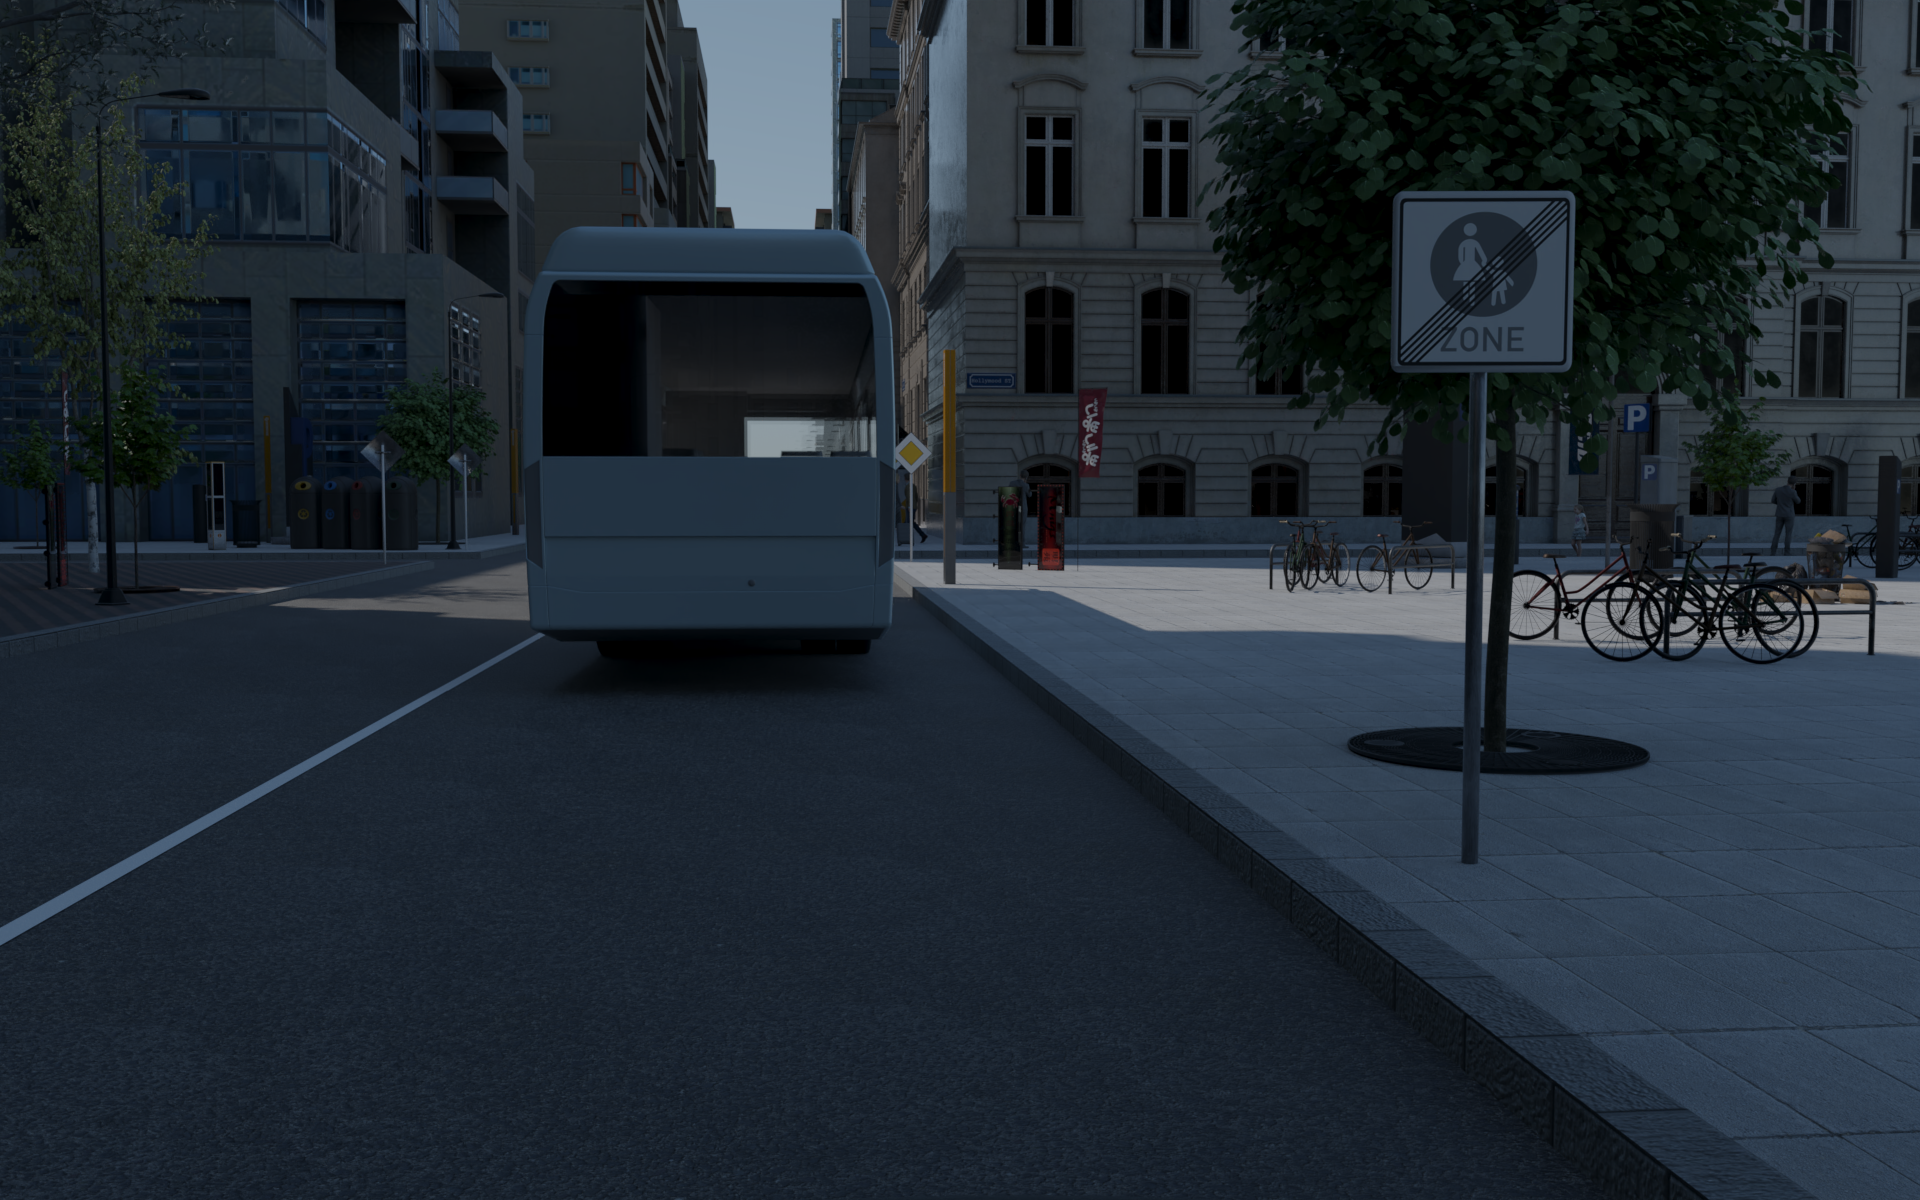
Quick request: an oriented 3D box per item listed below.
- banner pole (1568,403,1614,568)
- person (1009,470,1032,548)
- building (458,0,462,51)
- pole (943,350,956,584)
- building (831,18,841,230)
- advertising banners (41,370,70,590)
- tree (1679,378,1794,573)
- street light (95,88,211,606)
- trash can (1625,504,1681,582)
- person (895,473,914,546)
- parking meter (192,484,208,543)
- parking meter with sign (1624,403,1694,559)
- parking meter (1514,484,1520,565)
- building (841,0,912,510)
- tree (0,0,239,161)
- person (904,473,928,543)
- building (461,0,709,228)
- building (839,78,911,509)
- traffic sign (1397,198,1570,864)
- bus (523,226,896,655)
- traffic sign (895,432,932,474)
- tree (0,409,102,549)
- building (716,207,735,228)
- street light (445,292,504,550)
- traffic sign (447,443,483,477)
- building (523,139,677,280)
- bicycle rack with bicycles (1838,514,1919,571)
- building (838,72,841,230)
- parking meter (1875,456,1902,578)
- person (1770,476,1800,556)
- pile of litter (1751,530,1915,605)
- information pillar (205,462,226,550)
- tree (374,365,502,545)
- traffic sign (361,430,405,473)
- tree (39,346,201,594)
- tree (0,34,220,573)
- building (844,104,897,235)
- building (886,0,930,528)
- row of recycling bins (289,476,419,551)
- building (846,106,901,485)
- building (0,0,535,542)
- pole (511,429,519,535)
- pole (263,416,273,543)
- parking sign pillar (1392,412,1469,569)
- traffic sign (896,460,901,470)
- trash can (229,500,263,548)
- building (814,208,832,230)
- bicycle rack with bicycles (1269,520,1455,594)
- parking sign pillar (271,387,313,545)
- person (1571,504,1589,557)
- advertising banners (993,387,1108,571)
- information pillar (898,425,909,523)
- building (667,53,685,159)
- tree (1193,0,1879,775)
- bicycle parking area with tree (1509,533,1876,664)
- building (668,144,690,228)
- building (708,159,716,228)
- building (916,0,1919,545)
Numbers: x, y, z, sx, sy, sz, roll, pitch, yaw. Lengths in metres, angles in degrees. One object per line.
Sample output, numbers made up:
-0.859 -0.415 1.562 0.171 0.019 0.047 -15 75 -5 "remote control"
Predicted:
10.192 -2.312 27.813 0.863 3.779 0.401 2 4 26 "banner pole"
1.376 -2.147 40.945 0.655 1.846 0.447 1 4 16 "person"
-32.333 -30.577 123.633 21.300 48.544 21.600 0 4 -6 "building"
-0.149 -1.880 24.582 0.158 3.312 0.155 0 3 0 "pole"
-7.968 -56.076 229.519 22.319 86.520 31.000 0 4 -6 "building"
-12.516 -1.704 24.043 0.090 3.025 2.074 -1 4 -18 "advertising banners"
12.729 -2.078 28.578 1.663 3.219 1.824 0 3 0 "tree"
-9.277 -2.898 19.930 1.470 5.913 1.316 0 4 -6 "street light"
10.107 -0.835 25.298 0.748 1.137 0.748 0 3 0 "trash can"
-1.573 -2.255 43.126 0.699 1.804 1.509 -1 4 -9 "person"
-19.903 -2.262 45.397 0.372 1.533 0.369 0 3 0 "parking meter"
13.724 -2.305 33.941 1.738 3.016 0.543 -3 4 -36 "parking meter with sign"
10.032 -1.422 31.654 0.372 1.533 0.369 0 3 0 "parking meter"
0.592 -36.886 145.077 21.231 58.520 28.212 0 4 -6 "building"
-9.831 -6.264 12.789 12.009 13.543 11.850 0 3 0 "tree"
-1.248 -2.394 45.098 0.836 1.842 0.656 -1 4 -15 "person"
-36.337 -33.611 173.248 21.300 48.544 21.600 0 4 -6 "building"
-1.685 -21.578 124.495 14.160 30.474 14.107 0 4 -6 "building"
1.772 -0.234 5.952 0.606 2.300 0.079 0 4 1 "traffic sign"
-2.270 -1.452 18.601 2.948 3.499 13.247 0 4 -5 "bus"
-0.897 -1.858 32.570 0.795 2.593 0.064 0 4 -6 "traffic sign"
-21.659 -2.823 40.752 1.663 3.219 1.824 0 3 0 "tree"
-44.336 -36.756 255.580 22.147 44.769 28.867 0 4 -6 "building"
-11.200 -4.126 39.998 1.470 5.913 1.316 0 4 -6 "street light"
-11.319 -2.288 39.607 0.795 2.593 0.064 0 4 -6 "traffic sign"
-30.810 -15.482 98.167 27.650 21.520 28.899 0 4 -6 "building"
16.214 -0.986 29.507 2.925 0.926 2.852 1 4 10 "bicycle rack with bicycles"
-0.955 -33.968 174.978 23.786 49.044 30.456 0 4 -6 "building"
14.210 -1.272 26.504 0.255 1.863 0.399 3 5 39 "parking meter"
18.874 -1.915 39.617 0.447 1.846 0.655 -3 5 -40 "person"
10.308 -0.400 20.501 1.719 0.858 1.176 3 4 38 "pile of litter"
-16.990 -2.144 39.554 0.304 2.012 0.304 3 5 43 "information pillar"
-13.371 -3.701 44.233 4.285 4.588 4.351 0 3 0 "tree"
-10.548 -1.802 31.659 0.795 2.593 0.064 0 4 -6 "traffic sign"
-10.876 -1.723 22.778 1.663 3.219 1.824 0 3 0 "tree"
-14.044 -4.738 27.836 4.737 8.622 4.395 0 3 0 "tree"
-0.956 -16.977 107.257 12.332 23.373 15.834 0 4 -6 "building"
3.984 -16.599 68.654 12.463 27.353 25.104 0 4 -6 "building"
-14.063 -2.023 40.183 3.534 1.692 1.069 1 4 22 "row of recycling bins"
-0.713 -14.746 90.255 9.793 20.994 18.267 0 4 -6 "building"
-26.453 -45.619 58.548 22.319 86.520 31.000 0 4 -6 "building"
-13.910 -3.687 54.125 0.158 3.312 0.155 0 3 0 "pole"
-18.050 -3.140 45.190 0.158 3.312 0.155 0 3 0 "pole"
8.343 -2.561 30.343 1.447 3.967 1.447 -2 4 -26 "parking sign pillar"
-1.668 -2.344 40.518 0.795 2.593 0.064 0 4 -6 "traffic sign"
-17.032 -1.815 41.332 0.748 1.137 0.748 0 3 0 "trash can"
-10.786 -37.059 260.539 22.147 44.769 28.867 0 4 -6 "building"
5.225 -0.609 23.332 2.852 0.926 2.925 3 5 43 "bicycle rack with bicycles"
-16.901 -3.414 44.299 1.447 3.967 1.447 -1 4 -9 "parking sign pillar"
13.380 -1.452 37.249 0.382 1.210 0.505 -1 4 -19 "person"
1.498 -2.003 28.938 2.074 3.025 0.090 2 4 27 "advertising banners"
-1.861 -4.099 58.369 0.504 3.616 0.183 0 4 -6 "information pillar"
-32.136 -28.892 155.984 14.154 41.232 14.086 0 4 -6 "building"
2.612 -1.510 8.406 4.285 4.588 4.351 0 3 0 "tree"
8.933 -1.538 12.142 9.016 4.147 8.231 0 4 5 "bicycle parking area with tree"
-29.589 -22.670 142.353 14.160 30.474 14.107 0 4 -6 "building"
-36.101 -31.898 205.125 14.154 41.232 14.086 0 4 -6 "building"
16.432 -14.103 49.674 34.723 24.649 14.460 0 4 -6 "building"
